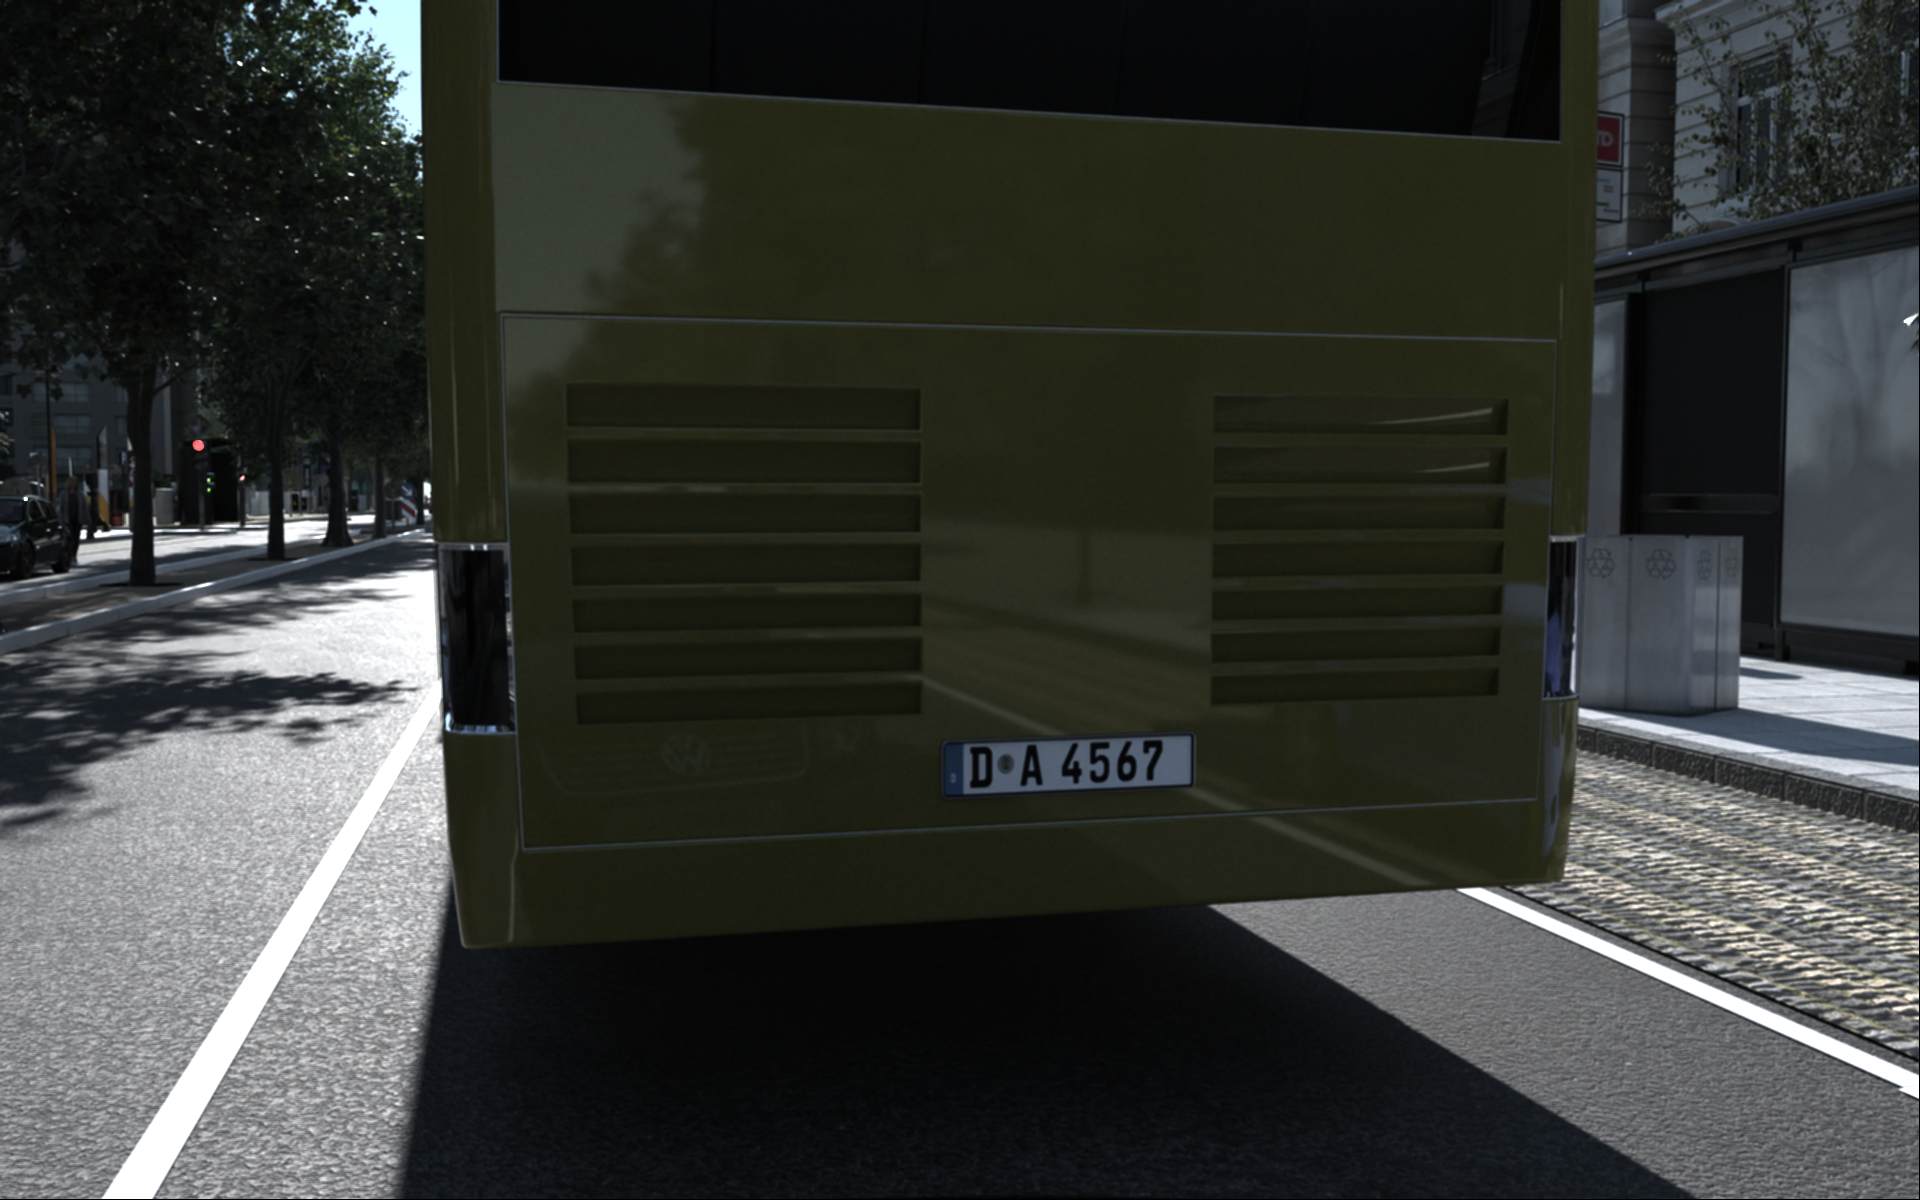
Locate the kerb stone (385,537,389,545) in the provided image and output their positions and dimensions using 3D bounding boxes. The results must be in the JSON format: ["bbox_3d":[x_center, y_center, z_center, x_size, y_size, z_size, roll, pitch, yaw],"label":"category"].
[{"bbox_3d":[-16.315,-1.635,48.929,0.120,0.150,1.000,-1,4,-13],"label":"kerb stone"}]

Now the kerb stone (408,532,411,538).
[{"bbox_3d":[-17.931,-2.061,55.927,0.120,0.150,1.000,-1,4,-13],"label":"kerb stone"}]

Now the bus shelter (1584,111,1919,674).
[{"bbox_3d":[6.543,-2.323,15.620,2.179,5.291,8.768,-1,4,-13],"label":"bus shelter"}]

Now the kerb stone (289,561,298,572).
[{"bbox_3d":[-12.400,-0.596,31.932,0.120,0.150,1.000,-1,4,-13],"label":"kerb stone"}]

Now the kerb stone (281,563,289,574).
[{"bbox_3d":[-12.170,-0.535,30.936,0.120,0.150,1.000,-1,4,-13],"label":"kerb stone"}]

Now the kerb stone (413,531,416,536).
[{"bbox_3d":[-18.393,-2.185,57.920,0.120,0.150,1.000,-1,4,-13],"label":"kerb stone"}]

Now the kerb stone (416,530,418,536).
[{"bbox_3d":[-18.628,-2.242,58.915,0.120,0.150,1.000,-1,4,-13],"label":"kerb stone"}]

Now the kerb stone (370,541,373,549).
[{"bbox_3d":[-15.402,-1.391,44.936,0.120,0.150,1.000,-1,4,-13],"label":"kerb stone"}]

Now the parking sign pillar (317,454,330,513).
[{"bbox_3d":[-42.373,-7.805,116.086,1.447,3.967,1.447,2,4,30],"label":"parking sign pillar"}]

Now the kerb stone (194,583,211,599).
[{"bbox_3d":[-10.556,-0.107,23.942,0.120,0.150,1.000,-1,4,-13],"label":"kerb stone"}]

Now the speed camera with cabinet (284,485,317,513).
[{"bbox_3d":[-45.417,-7.628,119.056,0.660,3.252,2.038,3,4,36],"label":"speed camera with cabinet"}]

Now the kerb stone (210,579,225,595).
[{"bbox_3d":[-10.779,-0.168,24.940,0.120,0.150,1.000,-1,4,-13],"label":"kerb stone"}]

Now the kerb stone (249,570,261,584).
[{"bbox_3d":[-11.473,-0.351,27.942,0.120,0.150,1.000,-1,4,-13],"label":"kerb stone"}]

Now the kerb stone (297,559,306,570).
[{"bbox_3d":[-12.627,-0.656,32.929,0.120,0.150,1.000,-1,4,-13],"label":"kerb stone"}]

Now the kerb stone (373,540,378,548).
[{"bbox_3d":[-15.630,-1.448,45.935,0.120,0.150,1.000,-1,4,-13],"label":"kerb stone"}]

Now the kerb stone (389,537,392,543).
[{"bbox_3d":[-16.550,-1.696,49.932,0.120,0.150,1.000,-1,4,-13],"label":"kerb stone"}]

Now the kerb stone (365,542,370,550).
[{"bbox_3d":[-15.159,-1.329,43.928,0.120,0.150,1.000,-1,4,-13],"label":"kerb stone"}]

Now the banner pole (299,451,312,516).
[{"bbox_3d":[-38.131,-6.774,100.767,0.863,3.779,0.401,-3,5,-42],"label":"banner pole"}]

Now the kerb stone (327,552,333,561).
[{"bbox_3d":[-13.551,-0.901,36.919,0.120,0.150,1.000,-1,4,-13],"label":"kerb stone"}]

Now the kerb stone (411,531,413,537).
[{"bbox_3d":[-18.164,-2.124,56.923,0.120,0.150,1.000,-1,4,-13],"label":"kerb stone"}]

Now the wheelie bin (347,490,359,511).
[{"bbox_3d":[-45.385,-7.443,129.597,0.980,1.594,0.693,0,4,-3],"label":"wheelie bin"}]

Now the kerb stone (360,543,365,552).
[{"bbox_3d":[-14.932,-1.268,42.928,0.120,0.150,1.000,-1,4,-13],"label":"kerb stone"}]

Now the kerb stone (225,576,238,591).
[{"bbox_3d":[-11.010,-0.228,25.936,0.120,0.150,1.000,-1,4,-13],"label":"kerb stone"}]

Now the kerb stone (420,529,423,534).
[{"bbox_3d":[-19.090,-2.368,60.913,0.120,0.150,1.000,-1,4,-13],"label":"kerb stone"}]

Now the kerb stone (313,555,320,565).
[{"bbox_3d":[-13.090,-0.779,34.928,0.120,0.150,1.000,-1,4,-13],"label":"kerb stone"}]

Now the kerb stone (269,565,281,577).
[{"bbox_3d":[-11.932,-0.474,29.940,0.120,0.150,1.000,-1,4,-13],"label":"kerb stone"}]

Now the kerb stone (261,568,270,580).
[{"bbox_3d":[-11.713,-0.412,28.941,0.120,0.150,1.000,-1,4,-13],"label":"kerb stone"}]

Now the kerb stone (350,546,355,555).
[{"bbox_3d":[-14.472,-1.145,40.922,0.120,0.150,1.000,-1,4,-13],"label":"kerb stone"}]

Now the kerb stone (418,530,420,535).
[{"bbox_3d":[-18.859,-2.305,59.912,0.120,0.150,1.000,-1,4,-13],"label":"kerb stone"}]

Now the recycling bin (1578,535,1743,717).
[{"bbox_3d":[4.189,0.132,10.400,0.722,1.027,0.722,-3,5,-42],"label":"recycling bin"}]

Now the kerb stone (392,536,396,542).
[{"bbox_3d":[-16.784,-1.757,50.927,0.120,0.150,1.000,-1,4,-13],"label":"kerb stone"}]

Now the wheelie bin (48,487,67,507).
[{"bbox_3d":[-42.965,-4.571,82.647,0.980,1.594,0.693,-1,4,-23],"label":"wheelie bin"}]

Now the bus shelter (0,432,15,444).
[{"bbox_3d":[-28.334,-3.334,48.427,2.014,3.302,5.546,-1,4,-13],"label":"bus shelter"}]

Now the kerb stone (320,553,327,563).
[{"bbox_3d":[-13.316,-0.840,35.925,0.120,0.150,1.000,-1,4,-13],"label":"kerb stone"}]

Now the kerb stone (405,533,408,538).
[{"bbox_3d":[-17.703,-2.002,54.931,0.120,0.150,1.000,-1,4,-13],"label":"kerb stone"}]

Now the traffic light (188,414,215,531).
[{"bbox_3d":[-26.638,-4.397,60.819,0.839,4.253,0.868,-1,4,-13],"label":"traffic light"}]

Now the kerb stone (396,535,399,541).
[{"bbox_3d":[-17.010,-1.813,51.928,0.120,0.150,1.000,-1,4,-13],"label":"kerb stone"}]

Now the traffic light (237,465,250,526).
[{"bbox_3d":[-26.416,-5.776,69.101,4.771,5.953,1.251,-1,4,-13],"label":"traffic light"}]

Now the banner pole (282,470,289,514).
[{"bbox_3d":[-43.907,-7.483,112.356,0.863,3.779,0.401,2,4,28],"label":"banner pole"}]

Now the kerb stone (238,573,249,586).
[{"bbox_3d":[-11.246,-0.286,26.942,0.120,0.150,1.000,-1,4,-13],"label":"kerb stone"}]

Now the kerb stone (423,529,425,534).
[{"bbox_3d":[-19.318,-2.427,61.910,0.120,0.150,1.000,-1,4,-13],"label":"kerb stone"}]

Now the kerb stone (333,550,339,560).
[{"bbox_3d":[-13.776,-0.959,37.918,0.120,0.150,1.000,-1,4,-13],"label":"kerb stone"}]

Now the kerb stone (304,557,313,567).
[{"bbox_3d":[-12.858,-0.718,33.928,0.120,0.150,1.000,-1,4,-13],"label":"kerb stone"}]

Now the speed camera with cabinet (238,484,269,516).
[{"bbox_3d":[-41.073,-6.514,100.845,0.660,3.252,2.038,1,4,9],"label":"speed camera with cabinet"}]

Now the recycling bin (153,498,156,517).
[{"bbox_3d":[-45.782,-5.281,98.904,0.722,1.027,0.722,-3,4,-38],"label":"recycling bin"}]

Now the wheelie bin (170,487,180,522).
[{"bbox_3d":[-36.139,-4.393,79.736,0.980,1.594,0.693,2,4,33],"label":"wheelie bin"}]

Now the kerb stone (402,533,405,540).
[{"bbox_3d":[-17.477,-1.936,53.932,0.120,0.150,1.000,-1,4,-13],"label":"kerb stone"}]

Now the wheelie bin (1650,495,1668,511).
[{"bbox_3d":[12.645,-1.473,31.989,0.693,1.594,0.980,-2,4,-24],"label":"wheelie bin"}]

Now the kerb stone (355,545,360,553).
[{"bbox_3d":[-14.709,-1.205,41.923,0.120,0.150,1.000,-1,4,-13],"label":"kerb stone"}]

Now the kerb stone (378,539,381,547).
[{"bbox_3d":[-15.862,-1.513,46.933,0.120,0.150,1.000,-1,4,-13],"label":"kerb stone"}]

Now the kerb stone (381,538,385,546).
[{"bbox_3d":[-16.088,-1.570,47.933,0.120,0.150,1.000,-1,4,-13],"label":"kerb stone"}]

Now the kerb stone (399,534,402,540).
[{"bbox_3d":[-17.240,-1.880,52.925,0.120,0.150,1.000,-1,4,-13],"label":"kerb stone"}]

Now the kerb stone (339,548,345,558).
[{"bbox_3d":[-14.007,-1.023,38.926,0.120,0.150,1.000,-1,4,-13],"label":"kerb stone"}]

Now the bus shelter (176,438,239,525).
[{"bbox_3d":[-32.308,-5.113,74.878,1.731,3.624,6.357,-1,4,-13],"label":"bus shelter"}]

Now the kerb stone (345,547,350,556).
[{"bbox_3d":[-14.244,-1.084,39.921,0.120,0.150,1.000,-1,4,-13],"label":"kerb stone"}]
